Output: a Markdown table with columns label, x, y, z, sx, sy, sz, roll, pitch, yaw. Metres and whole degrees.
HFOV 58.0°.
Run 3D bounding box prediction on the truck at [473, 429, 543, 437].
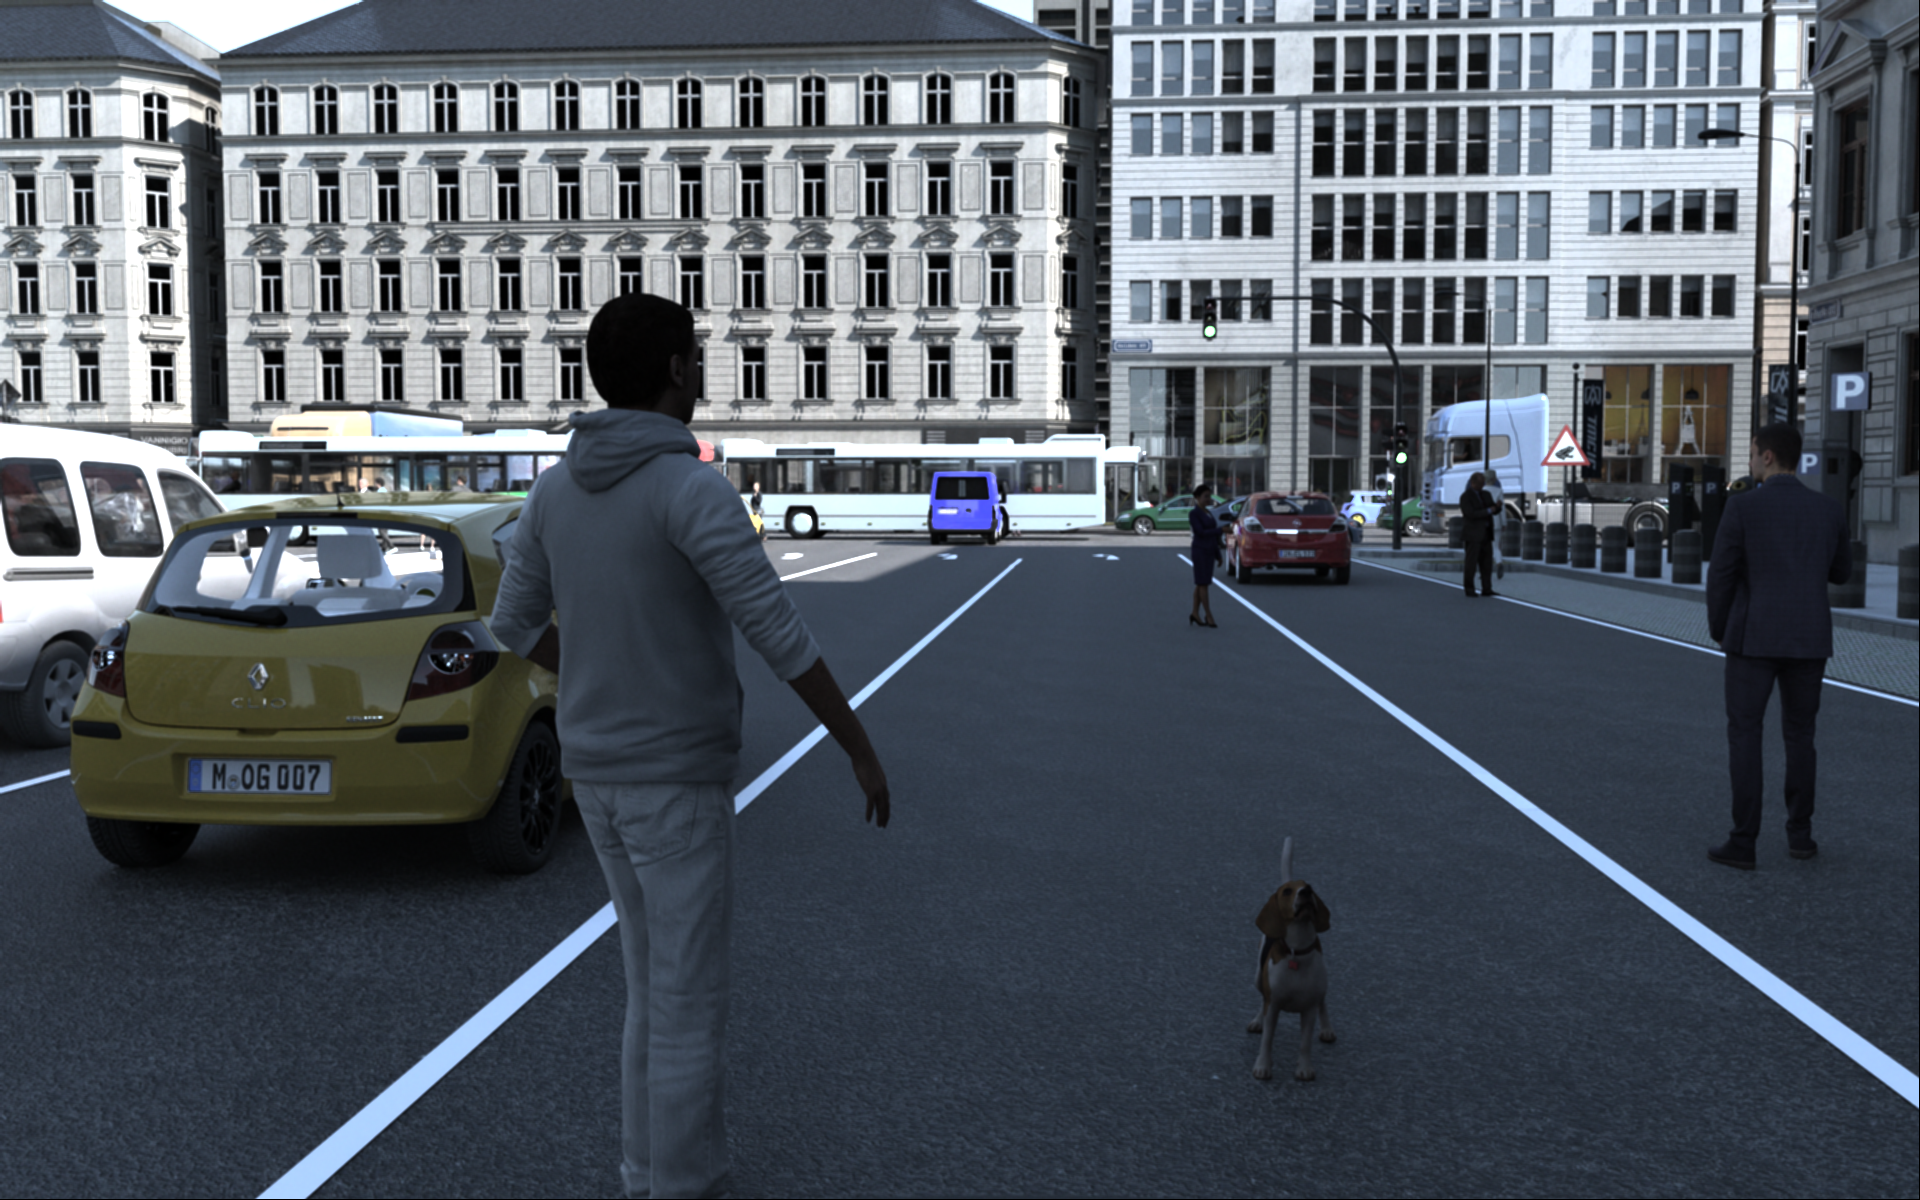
| label | x | y | z | sx | sy | sz | roll | pitch | yaw |
| --- | --- | --- | --- | --- | --- | --- | --- | --- | --- |
| truck | -12.066 | -5.070 | 72.653 | 18.799 | 4.110 | 2.967 | 0 | 4 | 3 |

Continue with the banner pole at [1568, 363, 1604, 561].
| label | x | y | z | sx | sy | sz | roll | pitch | yaw |
| --- | --- | --- | --- | --- | --- | --- | --- | --- | --- |
| banner pole | 11.968 | -2.641 | 33.197 | 0.863 | 3.779 | 0.401 | -1 | 4 | -16 |

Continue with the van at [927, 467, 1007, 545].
| label | x | y | z | sx | sy | sz | roll | pitch | yaw |
| --- | --- | --- | --- | --- | --- | --- | --- | --- | --- |
| van | 0.195 | -2.817 | 50.442 | 2.240 | 2.365 | 5.245 | 0 | 4 | 3 |

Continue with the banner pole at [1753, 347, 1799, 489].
| label | x | y | z | sx | sy | sz | roll | pitch | yaw |
| --- | --- | --- | --- | --- | --- | --- | --- | --- | --- |
| banner pole | 13.778 | -2.411 | 29.436 | 0.863 | 3.779 | 0.401 | 2 | 4 | 23 |

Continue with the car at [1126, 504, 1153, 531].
| label | x | y | z | sx | sy | sz | roll | pitch | yaw |
| --- | --- | --- | --- | --- | --- | --- | --- | --- | --- |
| car | 4.966 | -3.601 | 67.548 | 5.304 | 1.827 | 2.281 | 0 | 4 | 3 |

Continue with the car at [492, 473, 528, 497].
| label | x | y | z | sx | sy | sz | roll | pitch | yaw |
| --- | --- | --- | --- | --- | --- | --- | --- | --- | --- |
| car | -7.640 | -1.339 | 30.690 | 1.959 | 1.807 | 4.718 | 0 | 4 | 3 |

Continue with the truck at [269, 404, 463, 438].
| label | x | y | z | sx | sy | sz | roll | pitch | yaw |
| --- | --- | --- | --- | --- | --- | --- | --- | --- | --- |
| truck | -19.308 | -4.136 | 56.532 | 2.839 | 4.237 | 11.283 | 0 | 4 | 3 |

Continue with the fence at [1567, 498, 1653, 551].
| label | x | y | z | sx | sy | sz | roll | pitch | yaw |
| --- | --- | --- | --- | --- | --- | --- | --- | --- | --- |
| fence | 14.191 | -1.632 | 37.889 | 0.480 | 1.192 | 2.264 | -2 | 4 | -35 |

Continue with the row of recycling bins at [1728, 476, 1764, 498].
| label | x | y | z | sx | sy | sz | roll | pitch | yaw |
| --- | --- | --- | --- | --- | --- | --- | --- | --- | --- |
| row of recycling bins | 17.811 | -1.869 | 37.678 | 1.069 | 1.692 | 3.534 | 0 | 3 | 0 |

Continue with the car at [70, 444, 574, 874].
| label | x | y | z | sx | sy | sz | roll | pitch | yaw |
| --- | --- | --- | --- | --- | --- | --- | --- | --- | --- |
| car | -2.307 | 0.135 | 8.017 | 2.015 | 1.641 | 3.980 | 0 | 4 | 5 |

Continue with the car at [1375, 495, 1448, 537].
| label | x | y | z | sx | sy | sz | roll | pitch | yaw |
| --- | --- | --- | --- | --- | --- | --- | --- | --- | --- |
| car | 16.465 | -2.831 | 58.088 | 4.920 | 1.459 | 2.131 | 0 | 4 | 4 |

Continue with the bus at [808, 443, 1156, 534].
| label | x | y | z | sx | sy | sz | roll | pitch | yaw |
| --- | --- | --- | --- | --- | --- | --- | --- | --- | --- |
| bus | 1.138 | -4.193 | 63.419 | 13.247 | 3.499 | 2.948 | 0 | 4 | 3 |

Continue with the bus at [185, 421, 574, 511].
| label | x | y | z | sx | sy | sz | roll | pitch | yaw |
| --- | --- | --- | --- | --- | --- | --- | --- | --- | --- |
| bus | -15.262 | -3.243 | 47.879 | 13.247 | 3.499 | 2.948 | 0 | 4 | 3 |

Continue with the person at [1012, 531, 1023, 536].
| label | x | y | z | sx | sy | sz | roll | pitch | yaw |
| --- | --- | --- | --- | --- | --- | --- | --- | --- | --- |
| person | 1.922 | -2.807 | 58.668 | 0.394 | 1.301 | 0.425 | 1 | 4 | 22 |

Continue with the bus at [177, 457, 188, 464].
| label | x | y | z | sx | sy | sz | roll | pitch | yaw |
| --- | --- | --- | --- | --- | --- | --- | --- | --- | --- |
| bus | -30.274 | -4.731 | 72.217 | 13.247 | 3.499 | 2.948 | 0 | 4 | 3 |

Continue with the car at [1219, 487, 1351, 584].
| label | x | y | z | sx | sy | sz | roll | pitch | yaw |
| --- | --- | --- | --- | --- | --- | --- | --- | --- | --- |
| car | 5.457 | -1.227 | 29.101 | 2.155 | 1.783 | 4.494 | 0 | 4 | 5 |

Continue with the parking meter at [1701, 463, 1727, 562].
| label | x | y | z | sx | sy | sz | roll | pitch | yaw |
| --- | --- | --- | --- | --- | --- | --- | --- | --- | --- |
| parking meter | 14.333 | -1.665 | 32.941 | 0.399 | 1.863 | 0.255 | 3 | 5 | 43 |

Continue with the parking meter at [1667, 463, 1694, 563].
| label | x | y | z | sx | sy | sz | roll | pitch | yaw |
| --- | --- | --- | --- | --- | --- | --- | --- | --- | --- |
| parking meter | 13.336 | -1.611 | 32.044 | 0.255 | 1.863 | 0.399 | -2 | 4 | -27 |

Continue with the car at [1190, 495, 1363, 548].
| label | x | y | z | sx | sy | sz | roll | pitch | yaw |
| --- | --- | --- | --- | --- | --- | --- | --- | --- | --- |
| car | 8.341 | -2.060 | 45.683 | 4.499 | 1.417 | 2.014 | 0 | 4 | 3 |

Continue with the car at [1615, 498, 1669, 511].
| label | x | y | z | sx | sy | sz | roll | pitch | yaw |
| --- | --- | --- | --- | --- | --- | --- | --- | --- | --- |
| car | 25.274 | -3.261 | 65.123 | 4.920 | 1.459 | 2.131 | 0 | 4 | 4 |

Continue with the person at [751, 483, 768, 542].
| label | x | y | z | sx | sy | sz | roll | pitch | yaw |
| --- | --- | --- | --- | --- | --- | --- | --- | --- | --- |
| person | -6.034 | -2.612 | 51.624 | 0.576 | 1.772 | 0.534 | 2 | 4 | 34 |

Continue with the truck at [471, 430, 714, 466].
| label | x | y | z | sx | sy | sz | roll | pitch | yaw |
| --- | --- | --- | --- | --- | --- | --- | --- | --- | --- |
| truck | -15.713 | -5.375 | 76.801 | 11.283 | 4.237 | 2.839 | 0 | 4 | 4 |

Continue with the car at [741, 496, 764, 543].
| label | x | y | z | sx | sy | sz | roll | pitch | yaw |
| --- | --- | --- | --- | --- | --- | --- | --- | --- | --- |
| car | -6.418 | -2.225 | 46.598 | 2.015 | 1.641 | 3.980 | 0 | 4 | 5 |

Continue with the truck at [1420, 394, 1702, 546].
| label | x | y | z | sx | sy | sz | roll | pitch | yaw |
| --- | --- | --- | --- | --- | --- | --- | --- | --- | --- |
| truck | 21.477 | -3.487 | 46.771 | 18.799 | 4.110 | 2.967 | 0 | 4 | 6 |

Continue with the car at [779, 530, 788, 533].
| label | x | y | z | sx | sy | sz | roll | pitch | yaw |
| --- | --- | --- | --- | --- | --- | --- | --- | --- | --- |
| car | -7.750 | -3.262 | 65.341 | 4.499 | 1.417 | 2.014 | 0 | 4 | 3 |

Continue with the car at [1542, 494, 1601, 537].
| label | x | y | z | sx | sy | sz | roll | pitch | yaw |
| --- | --- | --- | --- | --- | --- | --- | --- | --- | --- |
| car | 20.164 | -2.889 | 57.021 | 2.009 | 1.686 | 4.222 | 0 | 4 | 5 |

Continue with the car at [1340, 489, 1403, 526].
| label | x | y | z | sx | sy | sz | roll | pitch | yaw |
| --- | --- | --- | --- | --- | --- | --- | --- | --- | --- |
| car | 18.091 | -3.922 | 73.718 | 3.694 | 1.707 | 1.945 | 0 | 4 | 4 |

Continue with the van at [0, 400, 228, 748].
| label | x | y | z | sx | sy | sz | roll | pitch | yaw |
| --- | --- | --- | --- | --- | --- | --- | --- | --- | --- |
| van | -5.718 | -0.257 | 11.213 | 2.013 | 2.044 | 4.112 | 0 | 4 | 6 |

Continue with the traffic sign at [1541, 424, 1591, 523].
| label | x | y | z | sx | sy | sz | roll | pitch | yaw |
| --- | --- | --- | --- | --- | --- | --- | --- | --- | --- |
| traffic sign | 11.329 | -1.984 | 32.440 | 0.884 | 2.594 | 0.081 | 1 | 4 | 14 |

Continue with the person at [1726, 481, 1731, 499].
| label | x | y | z | sx | sy | sz | roll | pitch | yaw |
| --- | --- | --- | --- | --- | --- | --- | --- | --- | --- |
| person | 28.171 | -3.397 | 63.397 | 0.474 | 1.900 | 0.648 | -2 | 4 | -32 |

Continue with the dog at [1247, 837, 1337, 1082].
| label | x | y | z | sx | sy | sz | roll | pitch | yaw |
| --- | --- | --- | --- | --- | --- | --- | --- | --- | --- |
| dog | 0.850 | 0.911 | 4.396 | 0.406 | 0.507 | 0.540 | -2 | 4 | -29 |

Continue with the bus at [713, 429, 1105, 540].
| label | x | y | z | sx | sy | sz | roll | pitch | yaw |
| --- | --- | --- | --- | --- | --- | --- | --- | --- | --- |
| bus | -2.039 | -3.684 | 55.093 | 13.247 | 3.499 | 2.948 | 0 | 4 | 6 |

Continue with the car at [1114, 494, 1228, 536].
| label | x | y | z | sx | sy | sz | roll | pitch | yaw |
| --- | --- | --- | --- | --- | --- | --- | --- | --- | --- |
| car | 7.815 | -2.957 | 60.143 | 4.920 | 1.459 | 2.131 | 0 | 4 | 6 |

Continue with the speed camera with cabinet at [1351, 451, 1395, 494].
| label | x | y | z | sx | sy | sz | roll | pitch | yaw |
| --- | --- | --- | --- | --- | --- | --- | --- | --- | --- |
| speed camera with cabinet | 18.942 | -5.213 | 79.565 | 0.660 | 3.252 | 2.038 | -3 | 5 | -42 |
